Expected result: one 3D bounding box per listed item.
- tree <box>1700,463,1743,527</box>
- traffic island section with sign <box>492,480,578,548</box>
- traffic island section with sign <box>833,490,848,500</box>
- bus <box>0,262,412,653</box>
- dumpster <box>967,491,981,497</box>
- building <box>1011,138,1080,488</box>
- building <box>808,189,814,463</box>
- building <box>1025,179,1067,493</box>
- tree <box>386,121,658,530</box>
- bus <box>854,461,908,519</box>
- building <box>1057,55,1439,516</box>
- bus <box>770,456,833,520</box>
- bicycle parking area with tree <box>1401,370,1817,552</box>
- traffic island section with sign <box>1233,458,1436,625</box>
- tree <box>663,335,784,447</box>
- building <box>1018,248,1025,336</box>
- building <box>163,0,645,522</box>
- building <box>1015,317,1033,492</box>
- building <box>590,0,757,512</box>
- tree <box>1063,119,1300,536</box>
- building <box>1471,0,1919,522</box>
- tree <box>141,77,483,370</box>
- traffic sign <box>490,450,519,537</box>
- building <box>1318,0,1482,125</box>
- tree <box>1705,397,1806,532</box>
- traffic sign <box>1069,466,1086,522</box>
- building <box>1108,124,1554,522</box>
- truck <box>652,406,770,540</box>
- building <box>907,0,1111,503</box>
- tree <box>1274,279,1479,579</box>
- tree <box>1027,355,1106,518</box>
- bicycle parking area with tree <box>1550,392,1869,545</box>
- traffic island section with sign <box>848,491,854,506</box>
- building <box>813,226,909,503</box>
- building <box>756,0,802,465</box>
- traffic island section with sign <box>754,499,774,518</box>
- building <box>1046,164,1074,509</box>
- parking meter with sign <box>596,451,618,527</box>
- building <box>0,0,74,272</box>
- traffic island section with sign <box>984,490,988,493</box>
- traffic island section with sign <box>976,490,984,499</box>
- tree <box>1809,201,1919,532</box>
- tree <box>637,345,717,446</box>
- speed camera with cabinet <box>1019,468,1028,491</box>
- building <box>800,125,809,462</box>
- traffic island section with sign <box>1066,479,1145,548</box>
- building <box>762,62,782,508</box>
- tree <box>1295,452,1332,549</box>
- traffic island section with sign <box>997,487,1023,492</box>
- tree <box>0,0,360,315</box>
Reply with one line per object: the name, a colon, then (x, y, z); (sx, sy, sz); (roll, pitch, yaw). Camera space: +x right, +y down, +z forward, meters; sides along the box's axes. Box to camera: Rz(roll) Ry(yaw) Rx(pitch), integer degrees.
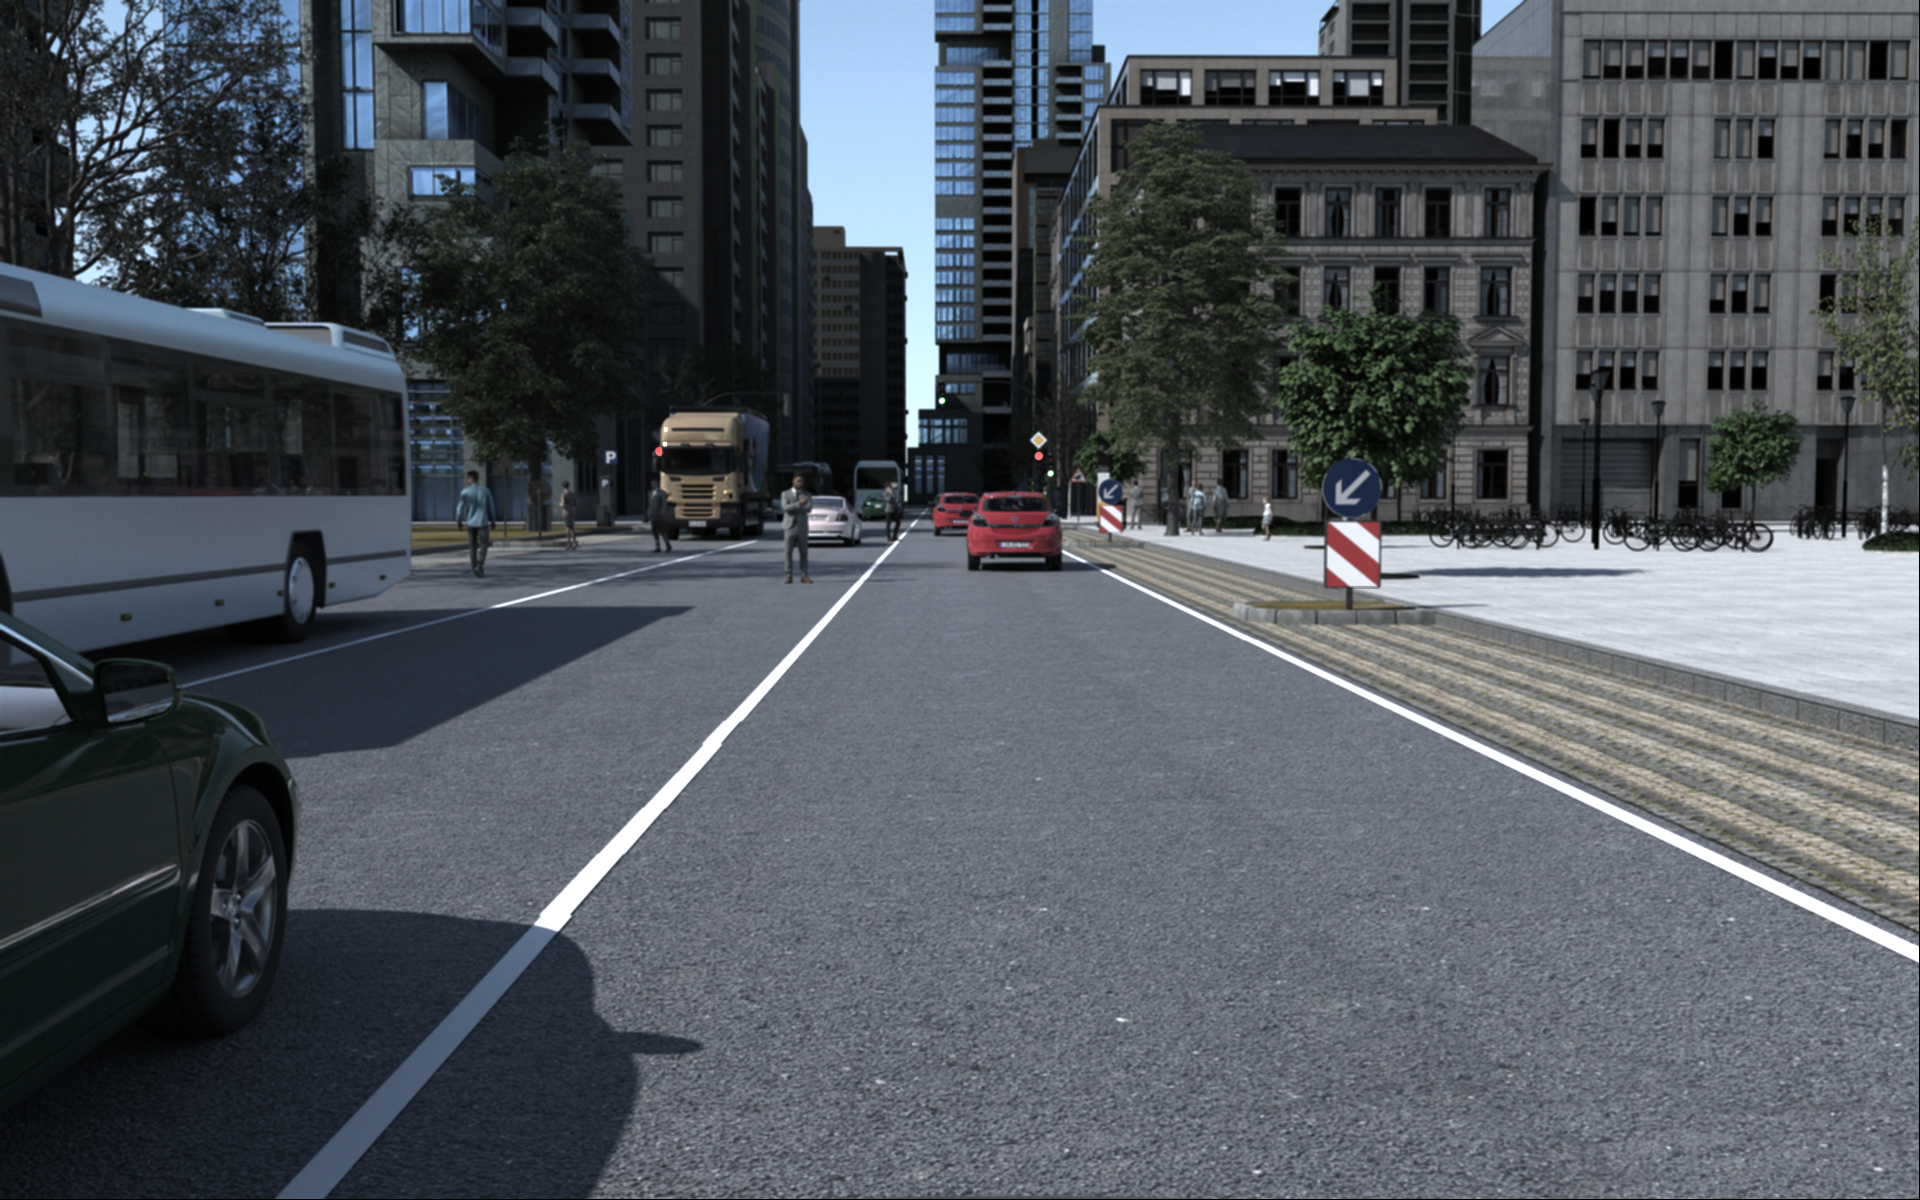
tree: (29.817, -4.495, 68.091); (1.663, 3.219, 1.824); (0, 3, 0)
traffic island section with sign: (-11.437, -2.340, 46.885); (1.989, 1.847, 2.006); (0, 4, -1)
traffic island section with sign: (-12.912, -10.441, 179.333); (1.989, 1.847, 2.006); (0, 4, -1)
bus: (-7.500, -1.138, 13.474); (2.948, 3.499, 13.247); (0, 4, -1)
dumpster: (1.796, -12.929, 219.600); (1.865, 1.857, 1.264); (0, 4, 1)
building: (13.719, -34.762, 218.464); (14.600, 45.320, 14.200); (0, 4, -1)
building: (-25.709, -32.762, 219.254); (14.086, 41.232, 14.154); (0, 4, -1)
building: (13.724, -23.843, 161.531); (14.160, 30.474, 14.107); (0, 4, -1)
tree: (-15.113, -9.439, 60.986); (9.857, 13.997, 8.962); (0, 3, 0)
bus: (-4.661, -6.562, 102.150); (2.948, 3.499, 13.247); (0, 4, -1)
building: (17.262, -19.024, 115.554); (19.350, 26.468, 34.151); (0, 4, -1)
bus: (-8.864, -6.297, 97.812); (2.948, 3.499, 13.247); (0, 4, -1)
bicycle parking area with tree: (15.514, -3.403, 42.634); (9.016, 4.147, 8.231); (2, 4, 33)
traffic island section with sign: (4.191, -0.683, 19.801); (1.989, 1.847, 2.006); (0, 4, -1)
tree: (-15.499, -11.567, 114.882); (9.928, 11.665, 9.643); (0, 3, 0)
building: (13.722, -26.468, 204.460); (14.160, 30.474, 14.107); (0, 4, -1)
building: (-28.963, -47.660, 91.912); (22.319, 86.520, 31.000); (0, 4, -1)
building: (20.236, -20.691, 183.341); (27.650, 21.520, 28.899); (0, 4, -1)
building: (-22.994, -27.368, 131.062); (14.154, 41.232, 14.086); (0, 4, -1)
tree: (6.772, -8.258, 53.151); (7.486, 12.596, 7.792); (0, 3, 0)
building: (36.874, -16.374, 85.743); (19.932, 24.808, 12.078); (0, 4, -1)
tree: (-14.744, -6.321, 37.755); (8.767, 10.594, 7.601); (-1, 4, -18)
traffic sign: (-13.544, -3.151, 51.525); (0.884, 2.594, 0.081); (0, 4, 7)
building: (63.172, -49.495, 247.496); (20.611, 71.187, 20.563); (0, 4, -1)
tree: (26.825, -4.582, 58.630); (4.285, 4.588, 4.351); (0, 3, 0)
traffic sign: (5.433, -4.859, 79.448); (0.884, 2.594, 0.081); (0, 4, 6)
building: (17.283, -13.431, 84.218); (19.286, 19.102, 10.561); (0, 4, -1)
truck: (-8.035, -4.187, 57.369); (2.839, 4.237, 11.283); (0, 4, -1)
building: (8.114, -57.172, 247.426); (31.000, 86.520, 22.319); (0, 4, -1)
tree: (6.318, -2.623, 26.597); (4.285, 4.588, 4.351); (0, 3, 0)
tree: (5.826, -8.687, 92.397); (4.360, 8.622, 3.978); (0, 3, 0)
bicycle parking area with tree: (23.710, -3.983, 52.129); (8.231, 4.147, 9.016); (3, 5, 41)
traffic island section with sign: (-13.228, -12.147, 207.229); (1.989, 1.847, 2.006); (0, 4, -1)
building: (-19.688, -34.384, 254.059); (23.993, 40.220, 32.217); (0, 4, -1)
building: (-28.190, -39.024, 180.043); (21.231, 58.520, 28.212); (0, 4, -1)
traffic island section with sign: (-12.052, -5.744, 102.542); (1.989, 1.847, 2.006); (0, 4, -1)
building: (14.283, -21.829, 142.808); (13.634, 28.700, 20.117); (0, 4, -1)
parking meter with sign: (-13.998, -4.424, 68.586); (0.543, 3.016, 1.738); (0, 4, 2)
building: (-66.480, -30.940, 95.114); (27.495, 52.752, 28.713); (0, 4, -1)
traffic island section with sign: (2.964, -7.380, 129.295); (1.989, 1.847, 2.006); (0, 4, -1)
traffic island section with sign: (2.105, -12.129, 206.944); (1.989, 1.847, 2.006); (0, 4, -1)
tree: (23.701, -5.708, 43.693); (4.737, 8.622, 4.395); (0, 3, 0)
tree: (-14.277, -8.329, 86.534); (4.360, 8.622, 3.978); (0, 3, 0)
speed camera with cabinet: (4.808, -8.216, 128.667); (0.660, 3.252, 2.038); (0, 4, -4)
building: (-25.107, -33.733, 201.647); (14.600, 45.320, 14.200); (0, 4, -1)
traffic island section with sign: (3.885, -2.332, 46.755); (1.989, 1.847, 2.006); (0, 4, -1)
building: (-24.089, -29.081, 159.072); (14.154, 41.232, 14.086); (0, 4, -1)
tree: (8.777, -2.828, 40.843); (1.663, 3.219, 1.824); (0, 3, 0)
traffic island section with sign: (3.261, -5.732, 102.342); (1.989, 1.847, 2.006); (0, 4, -1)
tree: (-14.524, -7.129, 26.934); (12.009, 13.543, 11.850); (0, 3, 0)
